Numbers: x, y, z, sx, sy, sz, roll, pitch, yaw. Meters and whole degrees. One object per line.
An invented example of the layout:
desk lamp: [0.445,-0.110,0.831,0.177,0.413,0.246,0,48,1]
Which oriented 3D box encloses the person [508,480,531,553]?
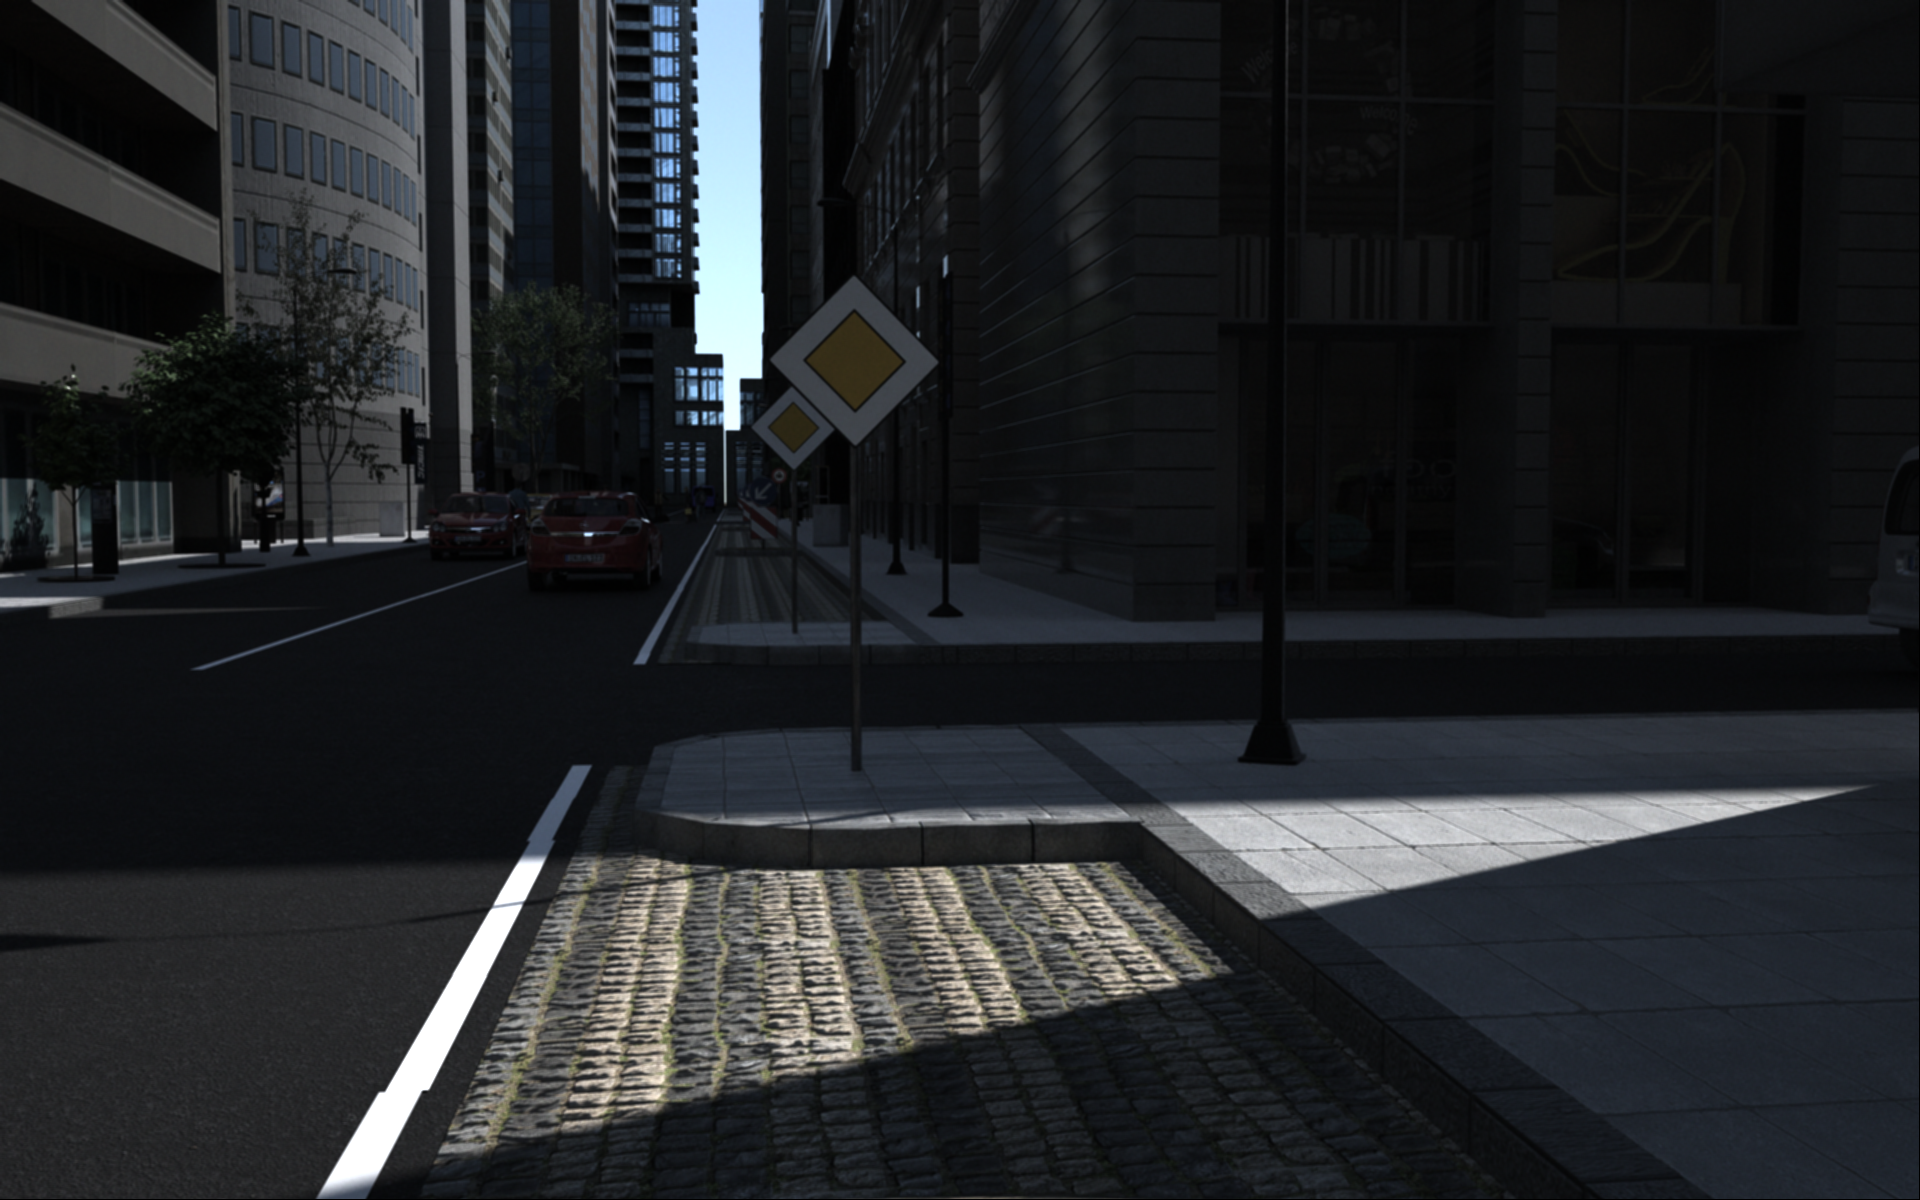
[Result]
person: [-10.720,-2.027,41.981,0.601,1.785,0.444,0,4,-6]

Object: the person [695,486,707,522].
person: [-13.305,-4.902,88.627,0.794,1.824,0.713,1,4,17]

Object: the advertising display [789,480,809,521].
advertising display: [-7.624,-4.691,81.915,0.974,1.923,0.123,-2,4,-24]

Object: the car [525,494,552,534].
car: [-13.952,-2.836,56.585,2.015,1.641,3.980,0,4,-7]

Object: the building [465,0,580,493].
building: [-38.814,-24.879,98.651,32.217,40.220,23.993,0,4,-7]

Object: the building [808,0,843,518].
building: [-0.628,-16.133,81.800,12.078,24.808,19.932,0,4,-7]

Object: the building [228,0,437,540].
building: [-29.456,-31.522,57.378,21.231,58.520,28.212,0,4,-7]

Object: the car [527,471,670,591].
car: [-5.689,-1.115,27.277,2.155,1.783,4.494,0,4,-6]

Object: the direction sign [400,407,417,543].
direction sign: [-14.508,-3.276,45.554,0.379,3.537,0.876,0,4,3]

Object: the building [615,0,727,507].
building: [-40.643,-53.124,181.244,31.000,86.520,22.319,0,4,-7]

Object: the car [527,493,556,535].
car: [-14.572,-3.246,62.120,2.155,1.783,4.494,0,4,-7]

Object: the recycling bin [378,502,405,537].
recycling bin: [-17.101,-2.420,52.114,0.722,1.027,0.722,-1,4,-21]

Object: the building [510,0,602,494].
building: [-35.157,-29.503,132.492,14.600,45.320,14.200,0,4,-7]

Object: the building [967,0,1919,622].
building: [15.633,-15.058,23.686,29.804,29.767,11.434,0,4,-7]

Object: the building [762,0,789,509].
building: [-6.756,-32.510,155.237,21.300,48.544,21.600,0,4,-7]

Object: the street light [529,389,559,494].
street light: [-18.452,-6.372,76.731,1.470,5.913,1.316,0,4,-7]

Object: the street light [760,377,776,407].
street light: [-7.090,-5.906,69.103,1.470,5.913,1.316,0,4,-7]

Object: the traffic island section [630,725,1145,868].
traffic island section: [-0.461,0.870,8.052,2.009,0.180,2.903,0,4,-7]

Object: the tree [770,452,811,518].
tree: [-8.826,-6.756,94.181,4.285,4.588,4.351,0,3,0]

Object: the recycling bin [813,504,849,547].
recycling bin: [-3.171,-1.835,42.553,0.722,1.027,0.722,1,4,15]

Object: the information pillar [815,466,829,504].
information pillar: [-3.602,-2.498,45.335,0.304,2.012,0.304,-1,4,-17]

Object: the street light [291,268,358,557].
street light: [-13.061,-3.858,35.625,1.470,5.913,1.316,0,4,-7]

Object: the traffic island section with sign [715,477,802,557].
traffic island section with sign: [-4.702,-1.941,40.360,1.989,1.847,2.006,0,4,-7]

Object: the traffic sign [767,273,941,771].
traffic sign: [-0.484,-0.265,7.972,0.795,2.450,0.064,0,4,-7]

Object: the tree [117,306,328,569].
tree: [-12.930,-2.857,30.427,4.285,4.588,4.351,0,3,0]

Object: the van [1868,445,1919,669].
van: [9.316,-0.388,13.362,4.112,2.044,2.013,0,4,-7]

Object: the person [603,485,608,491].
person: [-15.157,-4.057,74.739,0.836,1.842,0.656,-1,4,-10]

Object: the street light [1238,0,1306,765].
street light: [0.970,-2.176,8.113,1.470,5.913,1.316,0,4,-7]

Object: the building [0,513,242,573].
building: [-25.111,-24.552,25.125,21.300,48.544,21.600,0,4,-7]

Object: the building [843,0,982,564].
building: [3.846,-15.073,43.700,12.463,27.353,25.104,0,4,-7]

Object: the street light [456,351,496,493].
street light: [-15.713,-5.115,56.179,1.470,5.913,1.316,0,4,-7]

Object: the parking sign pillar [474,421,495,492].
parking sign pillar: [-17.419,-4.589,63.505,1.447,3.967,1.447,0,4,-1]

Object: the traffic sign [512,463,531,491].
traffic sign: [-17.759,-4.282,70.112,0.768,2.556,0.104,0,4,-4]

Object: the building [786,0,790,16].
building: [-1.451,-31.151,128.933,23.786,49.044,30.456,0,4,-7]

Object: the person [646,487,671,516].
person: [-16.786,-5.370,96.401,1.348,1.812,0.705,-1,4,-11]

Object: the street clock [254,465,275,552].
street clock: [-15.393,-2.063,38.293,0.471,2.002,0.358,-2,4,-34]

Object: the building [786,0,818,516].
building: [-3.557,-20.442,105.933,14.160,30.474,14.107,0,4,-7]

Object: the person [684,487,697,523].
person: [-13.512,-4.771,86.719,0.699,1.804,1.509,1,4,15]

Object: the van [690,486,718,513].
van: [-20.144,-8.055,136.085,2.240,2.365,5.245,0,4,-8]

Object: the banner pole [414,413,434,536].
banner pole: [-16.508,-3.882,53.485,0.401,3.779,0.863,3,4,38]

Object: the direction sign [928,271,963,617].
direction sign: [-0.152,-1.597,18.105,0.379,3.537,0.876,-1,4,-9]

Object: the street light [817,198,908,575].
street light: [-1.550,-3.357,27.436,1.470,5.913,1.316,0,4,-7]

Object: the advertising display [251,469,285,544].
advertising display: [-17.874,-2.418,44.747,0.123,1.923,0.974,2,4,27]

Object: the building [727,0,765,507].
building: [-9.630,-53.337,184.727,31.000,86.520,22.319,0,4,-7]

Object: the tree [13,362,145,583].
tree: [-13.005,-1.883,25.397,1.663,3.219,1.824,0,3,0]

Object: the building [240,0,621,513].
building: [-44.245,-37.196,150.148,28.212,58.520,21.231,0,4,-7]

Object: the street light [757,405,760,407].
street light: [-9.823,-7.189,90.087,1.470,5.913,1.316,0,4,-7]

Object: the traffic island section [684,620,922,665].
traffic island section: [-1.501,0.386,15.970,2.009,0.180,2.903,0,4,-7]

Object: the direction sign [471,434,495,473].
direction sign: [-18.022,-4.494,65.480,0.876,3.537,0.379,0,4,1]

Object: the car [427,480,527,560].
car: [-10.853,-1.842,39.160,2.155,1.783,4.494,-1,4,-9]

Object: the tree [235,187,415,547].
tree: [-15.233,-5.584,41.668,4.360,8.622,3.978,0,3,0]

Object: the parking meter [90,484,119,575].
parking meter: [-13.687,-1.180,27.706,0.372,1.533,0.369,0,3,0]

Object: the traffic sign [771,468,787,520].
traffic sign: [-8.790,-5.147,84.265,0.768,2.556,0.104,0,4,-5]

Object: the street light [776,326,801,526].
street light: [-4.277,-4.621,48.094,1.470,5.913,1.316,0,4,-7]

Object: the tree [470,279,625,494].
tree: [-20.229,-9.605,82.803,9.928,11.665,9.643,0,3,0]

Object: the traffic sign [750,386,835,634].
traffic sign: [-1.523,-0.749,15.890,0.795,2.450,0.064,0,4,-7]

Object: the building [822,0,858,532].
building: [1.505,-14.339,64.120,12.332,23.373,15.834,0,4,-7]
